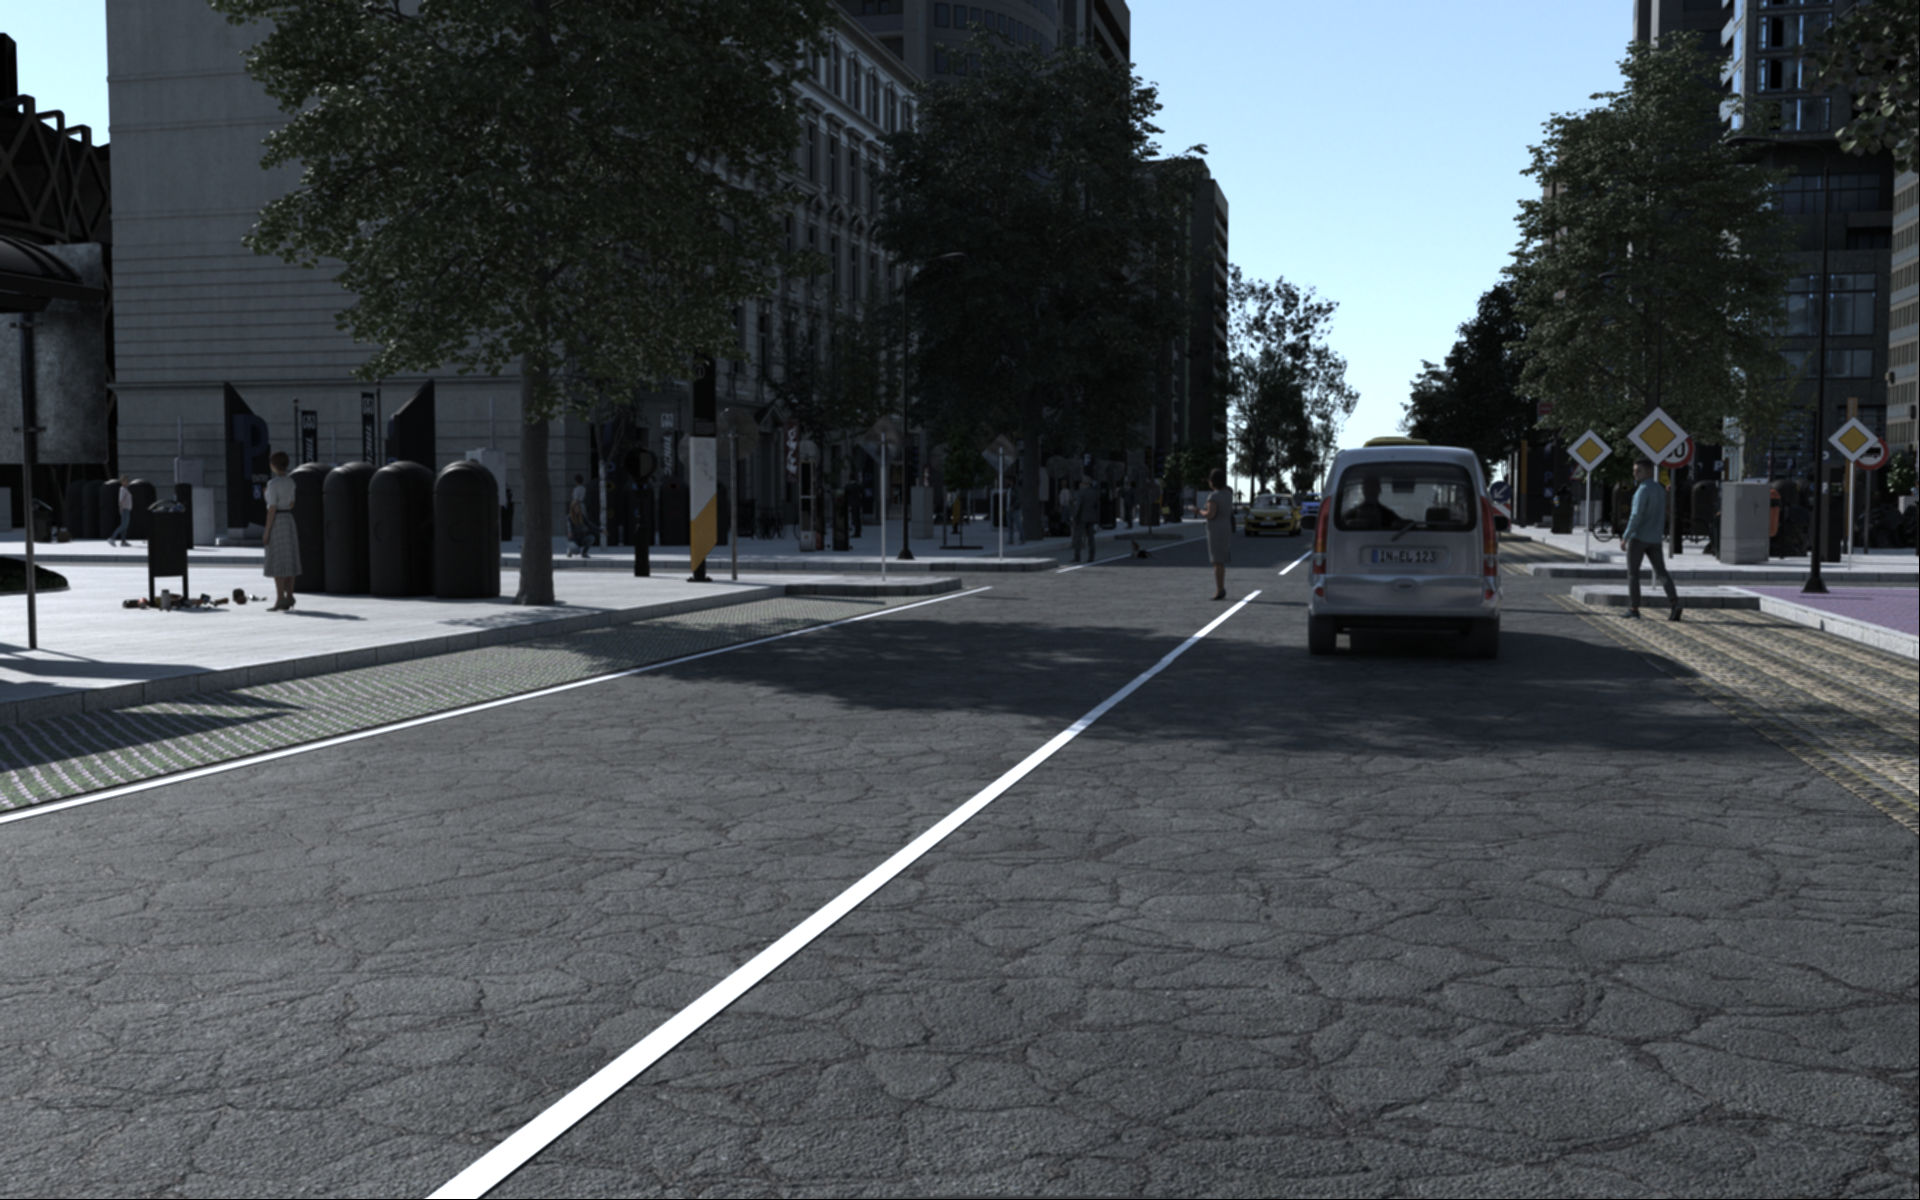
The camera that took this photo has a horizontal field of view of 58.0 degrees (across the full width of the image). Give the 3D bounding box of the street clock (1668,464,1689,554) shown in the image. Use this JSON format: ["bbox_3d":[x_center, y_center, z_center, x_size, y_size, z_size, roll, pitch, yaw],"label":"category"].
[{"bbox_3d":[15.358,-1.988,37.076,0.358,2.002,0.471,0,4,-6],"label":"street clock"}]

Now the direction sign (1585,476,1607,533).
[{"bbox_3d":[21.001,-3.946,56.519,0.379,3.537,0.876,-2,4,-33],"label":"direction sign"}]

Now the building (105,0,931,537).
[{"bbox_3d":[-14.430,-18.206,74.085,17.030,29.872,44.131,1,4,14],"label":"building"}]

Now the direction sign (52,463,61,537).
[{"bbox_3d":[-27.289,-3.691,52.338,0.379,3.537,0.876,-1,4,-13],"label":"direction sign"}]

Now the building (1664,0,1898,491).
[{"bbox_3d":[59.290,-48.982,113.530,22.319,86.520,31.000,1,4,14],"label":"building"}]

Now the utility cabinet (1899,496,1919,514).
[{"bbox_3d":[32.003,-2.868,58.058,1.020,1.237,0.306,-1,4,-9],"label":"utility cabinet"}]

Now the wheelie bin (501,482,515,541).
[{"bbox_3d":[-12.603,-2.406,47.245,0.980,1.594,0.693,2,4,28],"label":"wheelie bin"}]

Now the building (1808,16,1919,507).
[{"bbox_3d":[60.117,-23.938,83.268,32.217,40.220,23.993,1,4,14],"label":"building"}]

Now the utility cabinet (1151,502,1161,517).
[{"bbox_3d":[10.764,-5.286,95.100,0.318,1.500,1.173,1,4,20],"label":"utility cabinet"}]

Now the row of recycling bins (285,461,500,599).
[{"bbox_3d":[-7.317,-0.919,22.136,3.534,1.692,1.069,2,4,29],"label":"row of recycling bins"}]

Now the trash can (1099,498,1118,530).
[{"bbox_3d":[5.350,-3.118,62.632,0.748,1.137,0.748,0,3,0],"label":"trash can"}]

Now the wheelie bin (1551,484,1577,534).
[{"bbox_3d":[19.431,-2.926,55.746,0.693,1.594,0.980,2,4,32],"label":"wheelie bin"}]

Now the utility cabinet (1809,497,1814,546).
[{"bbox_3d":[20.049,-1.790,40.432,0.306,1.237,1.020,1,4,15],"label":"utility cabinet"}]

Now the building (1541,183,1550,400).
[{"bbox_3d":[85.301,-35.544,231.260,14.600,45.320,14.200,1,4,14],"label":"building"}]

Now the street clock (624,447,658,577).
[{"bbox_3d":[-4.952,-1.367,26.925,0.471,2.002,0.358,1,4,9],"label":"street clock"}]

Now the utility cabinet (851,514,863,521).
[{"bbox_3d":[-4.489,-4.128,76.176,0.318,1.500,1.173,-1,4,-18],"label":"utility cabinet"}]

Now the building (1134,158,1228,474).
[{"bbox_3d":[27.594,-38.583,254.525,21.300,48.544,21.600,1,4,14],"label":"building"}]

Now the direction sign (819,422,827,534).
[{"bbox_3d":[-4.405,-3.853,54.997,0.379,3.537,0.876,0,4,3],"label":"direction sign"}]

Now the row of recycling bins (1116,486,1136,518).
[{"bbox_3d":[8.914,-5.239,92.774,1.069,1.692,3.534,1,4,11],"label":"row of recycling bins"}]

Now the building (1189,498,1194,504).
[{"bbox_3d":[17.161,-33.152,233.911,32.217,40.220,23.993,1,4,14],"label":"building"}]

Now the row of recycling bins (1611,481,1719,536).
[{"bbox_3d":[22.055,-2.882,54.232,1.069,1.692,3.534,-3,4,-37],"label":"row of recycling bins"}]

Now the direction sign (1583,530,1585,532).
[{"bbox_3d":[21.336,-4.075,58.617,0.379,3.537,0.876,1,4,19],"label":"direction sign"}]

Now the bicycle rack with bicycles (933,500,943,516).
[{"bbox_3d":[-2.200,-5.471,102.840,2.852,0.926,2.925,1,4,12],"label":"bicycle rack with bicycles"}]

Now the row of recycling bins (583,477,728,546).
[{"bbox_3d":[-7.574,-2.203,43.126,3.534,1.692,1.069,-1,4,-12],"label":"row of recycling bins"}]

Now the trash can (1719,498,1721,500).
[{"bbox_3d":[27.989,-3.146,63.095,0.748,1.137,0.748,0,3,0],"label":"trash can"}]

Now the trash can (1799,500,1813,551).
[{"bbox_3d":[19.290,-1.674,39.024,0.748,1.137,0.748,0,3,0],"label":"trash can"}]

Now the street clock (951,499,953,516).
[{"bbox_3d":[-0.469,-5.860,100.383,0.358,2.002,0.471,0,4,3],"label":"street clock"}]

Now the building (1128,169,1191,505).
[{"bbox_3d":[20.568,-32.408,213.470,14.154,41.232,14.086,1,4,14],"label":"building"}]

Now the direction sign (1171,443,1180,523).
[{"bbox_3d":[9.562,-5.178,76.652,0.379,3.537,0.876,1,4,11],"label":"direction sign"}]

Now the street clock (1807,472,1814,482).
[{"bbox_3d":[27.969,-3.202,56.925,0.358,2.002,0.471,1,4,21],"label":"street clock"}]

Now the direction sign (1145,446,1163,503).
[{"bbox_3d":[9.173,-5.501,81.943,0.876,3.537,0.379,0,4,5],"label":"direction sign"}]

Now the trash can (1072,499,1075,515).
[{"bbox_3d":[6.464,-5.112,95.238,0.748,1.137,0.748,0,3,0],"label":"trash can"}]

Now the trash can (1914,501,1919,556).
[{"bbox_3d":[19.137,-1.368,34.022,0.748,1.137,0.748,0,3,0],"label":"trash can"}]

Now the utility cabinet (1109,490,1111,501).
[{"bbox_3d":[7.972,-5.452,97.817,1.173,1.500,0.318,3,5,42],"label":"utility cabinet"}]

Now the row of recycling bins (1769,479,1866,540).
[{"bbox_3d":[23.972,-2.538,48.611,3.534,1.692,1.069,-2,4,-25],"label":"row of recycling bins"}]

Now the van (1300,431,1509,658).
[{"bbox_3d":[4.256,-0.589,16.641,2.013,2.044,4.112,1,4,14],"label":"van"}]

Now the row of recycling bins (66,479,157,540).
[{"bbox_3d":[-24.325,-2.598,49.582,3.534,1.692,1.069,2,4,30],"label":"row of recycling bins"}]

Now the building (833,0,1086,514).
[{"bbox_3d":[-3.675,-35.698,125.658,21.231,58.520,28.212,1,4,14],"label":"building"}]

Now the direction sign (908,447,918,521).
[{"bbox_3d":[-2.370,-5.559,82.884,0.876,3.537,0.379,-2,4,-35],"label":"direction sign"}]

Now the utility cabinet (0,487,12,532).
[{"bbox_3d":[-32.303,-3.000,57.736,1.173,1.500,0.318,-2,4,-31],"label":"utility cabinet"}]

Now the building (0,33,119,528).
[{"bbox_3d":[-42.038,-12.147,66.051,16.811,18.784,16.820,1,4,14],"label":"building"}]

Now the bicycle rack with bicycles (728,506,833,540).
[{"bbox_3d":[-4.900,-2.186,49.128,2.852,0.926,2.925,1,4,20],"label":"bicycle rack with bicycles"}]

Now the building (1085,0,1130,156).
[{"bbox_3d":[2.626,-32.249,150.977,21.300,48.544,21.600,1,4,14],"label":"building"}]

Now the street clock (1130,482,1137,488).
[{"bbox_3d":[10.074,-5.910,101.200,0.471,2.002,0.358,0,4,5],"label":"street clock"}]

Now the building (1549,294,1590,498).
[{"bbox_3d":[88.300,-29.000,245.843,14.160,30.474,14.107,1,4,14],"label":"building"}]

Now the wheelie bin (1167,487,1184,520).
[{"bbox_3d":[10.006,-4.473,81.039,0.980,1.594,0.693,1,4,18],"label":"wheelie bin"}]

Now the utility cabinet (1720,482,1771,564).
[{"bbox_3d":[14.409,-1.411,31.747,1.173,1.500,0.318,-3,4,-37],"label":"utility cabinet"}]

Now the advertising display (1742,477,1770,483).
[{"bbox_3d":[30.017,-3.680,65.381,0.974,1.923,0.123,3,4,38],"label":"advertising display"}]

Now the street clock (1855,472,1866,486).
[{"bbox_3d":[30.235,-3.280,58.197,0.471,2.002,0.358,-1,4,-13],"label":"street clock"}]

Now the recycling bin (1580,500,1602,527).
[{"bbox_3d":[24.818,-3.393,68.036,0.722,1.027,0.722,2,4,33],"label":"recycling bin"}]

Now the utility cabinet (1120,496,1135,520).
[{"bbox_3d":[8.214,-4.503,84.789,0.306,1.237,1.020,3,4,37],"label":"utility cabinet"}]

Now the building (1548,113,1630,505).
[{"bbox_3d":[77.575,-33.826,203.170,14.600,45.320,14.200,1,4,14],"label":"building"}]

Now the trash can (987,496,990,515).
[{"bbox_3d":[1.988,-5.595,103.135,0.748,1.137,0.748,0,3,0],"label":"trash can"}]

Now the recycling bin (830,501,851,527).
[{"bbox_3d":[-4.637,-3.342,67.194,0.722,1.027,0.722,0,4,7],"label":"recycling bin"}]

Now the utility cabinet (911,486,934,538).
[{"bbox_3d":[-1.082,-2.524,49.945,0.318,1.500,1.173,-1,4,-20],"label":"utility cabinet"}]

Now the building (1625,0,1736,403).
[{"bbox_3d":[66.576,-36.760,143.027,21.231,58.520,28.212,1,4,14],"label":"building"}]

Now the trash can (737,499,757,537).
[{"bbox_3d":[-6.426,-2.451,51.726,0.748,1.137,0.748,0,3,0],"label":"trash can"}]

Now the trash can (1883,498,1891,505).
[{"bbox_3d":[38.128,-3.637,71.122,0.748,1.137,0.748,0,3,0],"label":"trash can"}]
